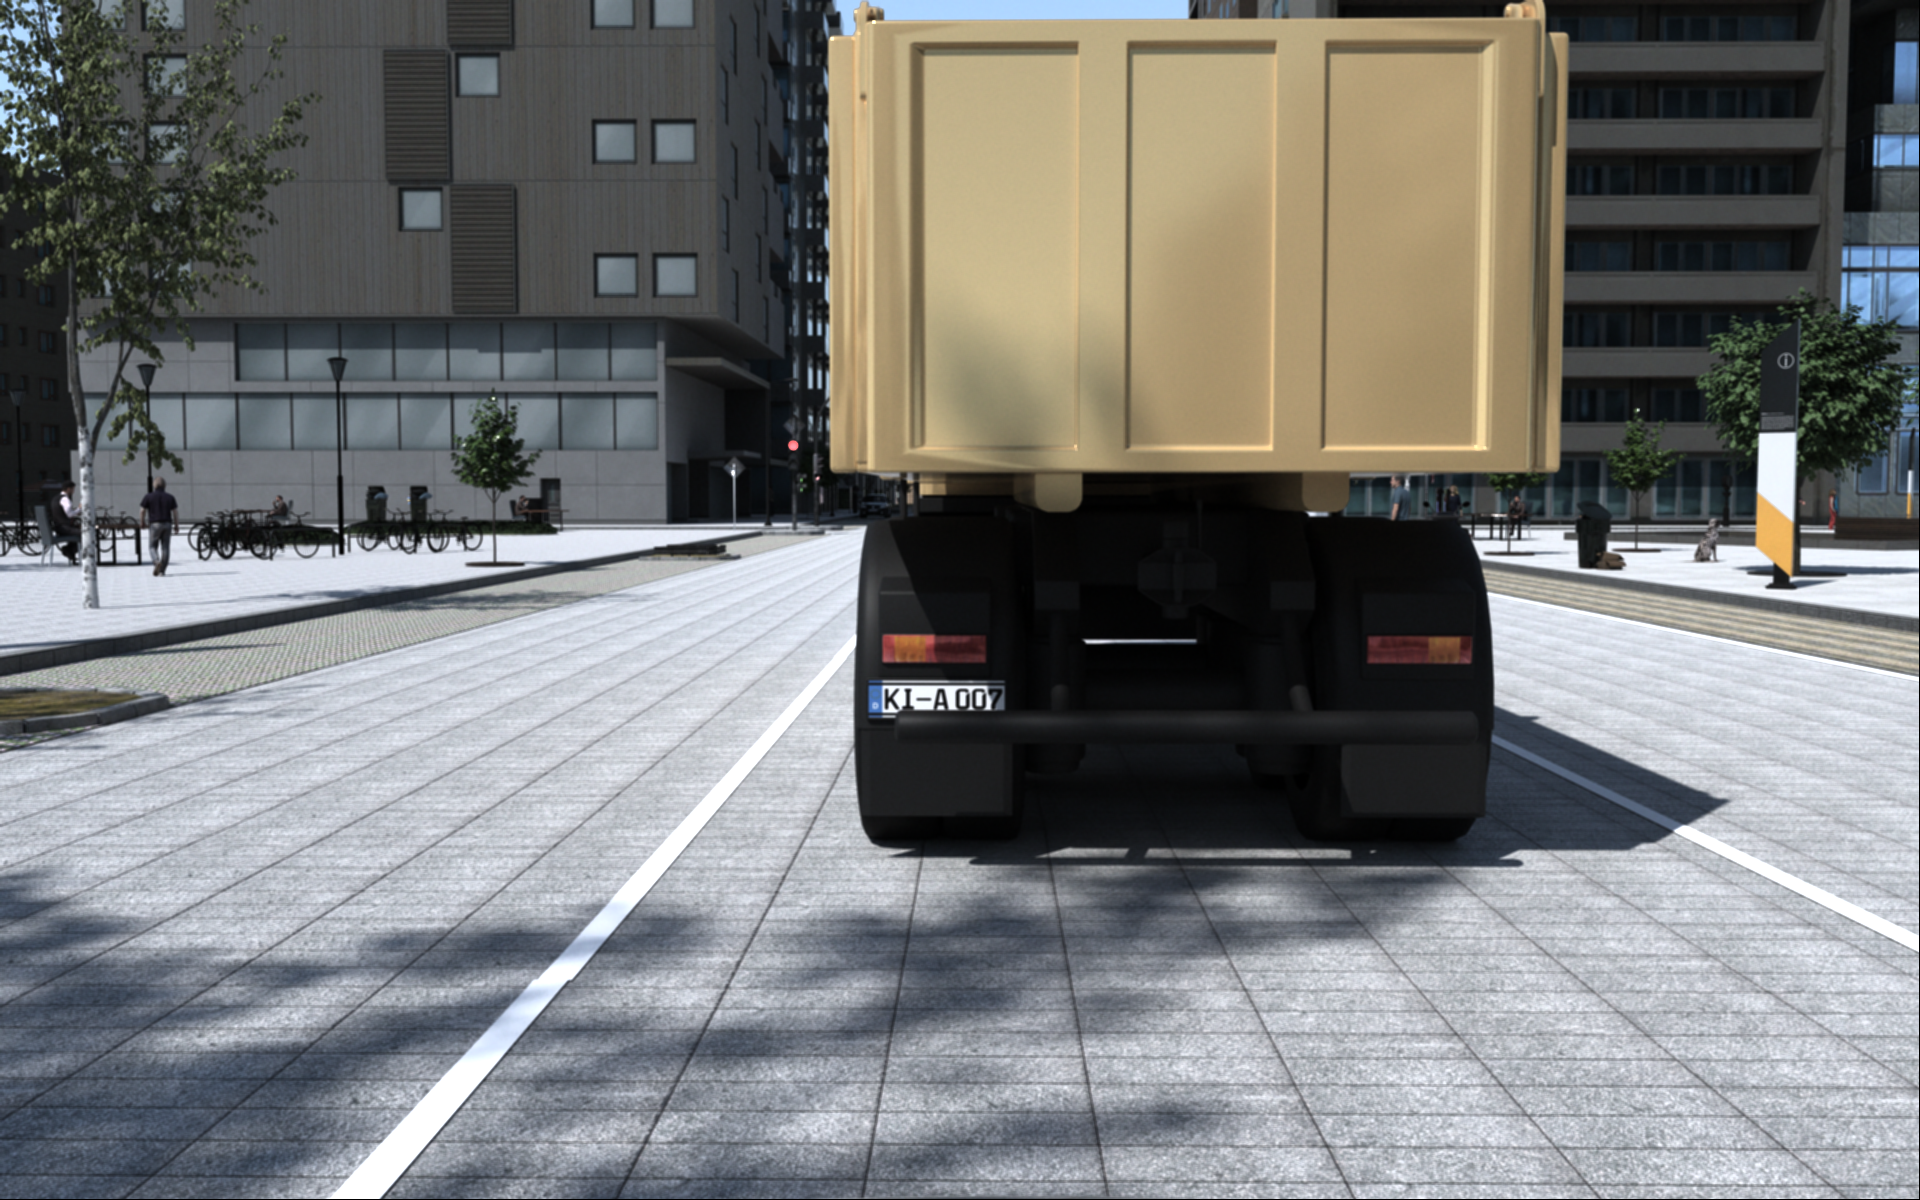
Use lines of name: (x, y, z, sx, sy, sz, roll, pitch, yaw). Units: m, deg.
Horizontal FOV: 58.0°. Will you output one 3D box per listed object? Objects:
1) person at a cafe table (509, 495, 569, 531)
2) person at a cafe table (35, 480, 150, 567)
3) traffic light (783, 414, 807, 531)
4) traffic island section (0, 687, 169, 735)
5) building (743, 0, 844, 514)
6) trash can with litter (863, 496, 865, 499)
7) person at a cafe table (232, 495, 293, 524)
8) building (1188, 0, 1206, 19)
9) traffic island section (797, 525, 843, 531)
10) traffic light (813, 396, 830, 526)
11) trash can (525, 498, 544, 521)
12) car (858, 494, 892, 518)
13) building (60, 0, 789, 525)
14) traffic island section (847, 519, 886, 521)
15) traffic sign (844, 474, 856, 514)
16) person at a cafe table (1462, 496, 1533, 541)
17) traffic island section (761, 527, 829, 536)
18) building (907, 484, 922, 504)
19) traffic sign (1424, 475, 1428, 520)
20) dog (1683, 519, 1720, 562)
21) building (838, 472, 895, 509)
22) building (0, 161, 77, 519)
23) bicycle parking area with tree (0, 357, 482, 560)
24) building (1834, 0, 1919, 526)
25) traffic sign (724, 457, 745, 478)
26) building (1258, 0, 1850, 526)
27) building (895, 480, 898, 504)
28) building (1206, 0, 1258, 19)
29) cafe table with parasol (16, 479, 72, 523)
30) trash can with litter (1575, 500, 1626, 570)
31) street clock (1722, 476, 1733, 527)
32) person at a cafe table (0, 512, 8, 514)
person at a cafe table: (-14.625, -2.986, 59.684, 1.726, 1.238, 1.698, 1, 4, 11)
person at a cafe table: (-15.638, -1.378, 31.048, 1.698, 1.524, 1.622, 3, 5, 41)
traffic light: (-5.803, -4.400, 60.865, 0.839, 4.253, 0.868, 0, 4, 1)
traffic island section: (-6.280, 0.720, 11.091, 1.991, 0.108, 1.994, 0, 4, 1)
building: (-19.802, -30.651, 120.747, 23.786, 49.044, 30.456, 0, 4, 1)
trash can with litter: (-6.743, -6.965, 125.262, 0.624, 1.170, 1.055, 0, 4, 0)
person at a cafe table: (-23.464, -2.913, 58.488, 1.726, 1.238, 1.698, -1, 4, -9)
building: (24.599, -41.501, 116.794, 20.563, 71.187, 20.611, 0, 4, 1)
traffic island section: (-5.722, -2.856, 68.984, 2.009, 0.180, 2.903, 0, 4, 1)
traffic light: (-3.589, -5.761, 68.852, 4.771, 5.953, 1.251, 0, 4, 1)
trash can: (-15.154, -3.055, 61.598, 0.748, 1.137, 0.748, 0, 3, 0)
car: (-5.041, -5.710, 103.146, 2.009, 1.686, 4.222, 0, 4, 1)
building: (-23.134, -30.203, 83.053, 28.713, 52.752, 27.495, 0, 4, 1)
traffic island section: (-5.021, -4.328, 93.627, 1.991, 0.108, 1.994, 0, 4, 1)
traffic sign: (-7.109, -6.823, 111.667, 0.768, 2.556, 0.104, 0, 4, 8)
person at a cafe table: (15.272, -2.299, 48.456, 1.726, 1.238, 1.698, -2, 4, -30)
traffic island section: (-5.843, -2.368, 61.000, 2.009, 0.180, 2.903, 0, 4, 1)
building: (-8.435, -23.302, 237.413, 11.380, 20.091, 16.016, 0, 4, 1)
traffic sign: (11.076, -2.510, 41.141, 0.768, 2.556, 0.104, 1, 4, 11)
dog: (14.001, -1.123, 32.744, 0.800, 0.831, 0.513, 1, 4, 9)
building: (-16.466, -19.903, 191.869, 16.747, 18.905, 31.486, 0, 4, 1)
building: (-63.359, -14.695, 85.309, 28.899, 21.520, 27.650, 0, 4, 1)
bicycle parking area with tree: (-15.604, -3.077, 37.309, 8.231, 4.147, 9.016, 2, 4, 34)
building: (51.072, -46.844, 78.575, 31.000, 86.520, 22.319, 0, 4, 1)
traffic sign: (-7.915, -3.728, 60.683, 0.795, 2.593, 0.064, 1, 4, 9)
building: (24.755, -27.837, 78.843, 21.600, 48.544, 21.300, 0, 4, 1)
building: (-21.829, -16.627, 213.997, 28.070, 9.664, 9.099, 0, 4, 1)
building: (21.836, -27.478, 99.372, 14.600, 45.320, 14.200, 0, 4, 1)
cafe table with parasol: (-41.074, -4.475, 78.036, 2.610, 1.966, 2.610, 0, 4, -2)
trash can with litter: (11.026, -1.118, 29.662, 0.624, 1.170, 1.055, -1, 4, -15)
street clock: (30.005, -3.867, 67.788, 0.471, 2.002, 0.358, -3, 5, -41)
person at a cafe table: (-30.337, -2.707, 52.780, 1.698, 1.524, 1.622, 0, 4, 6)
